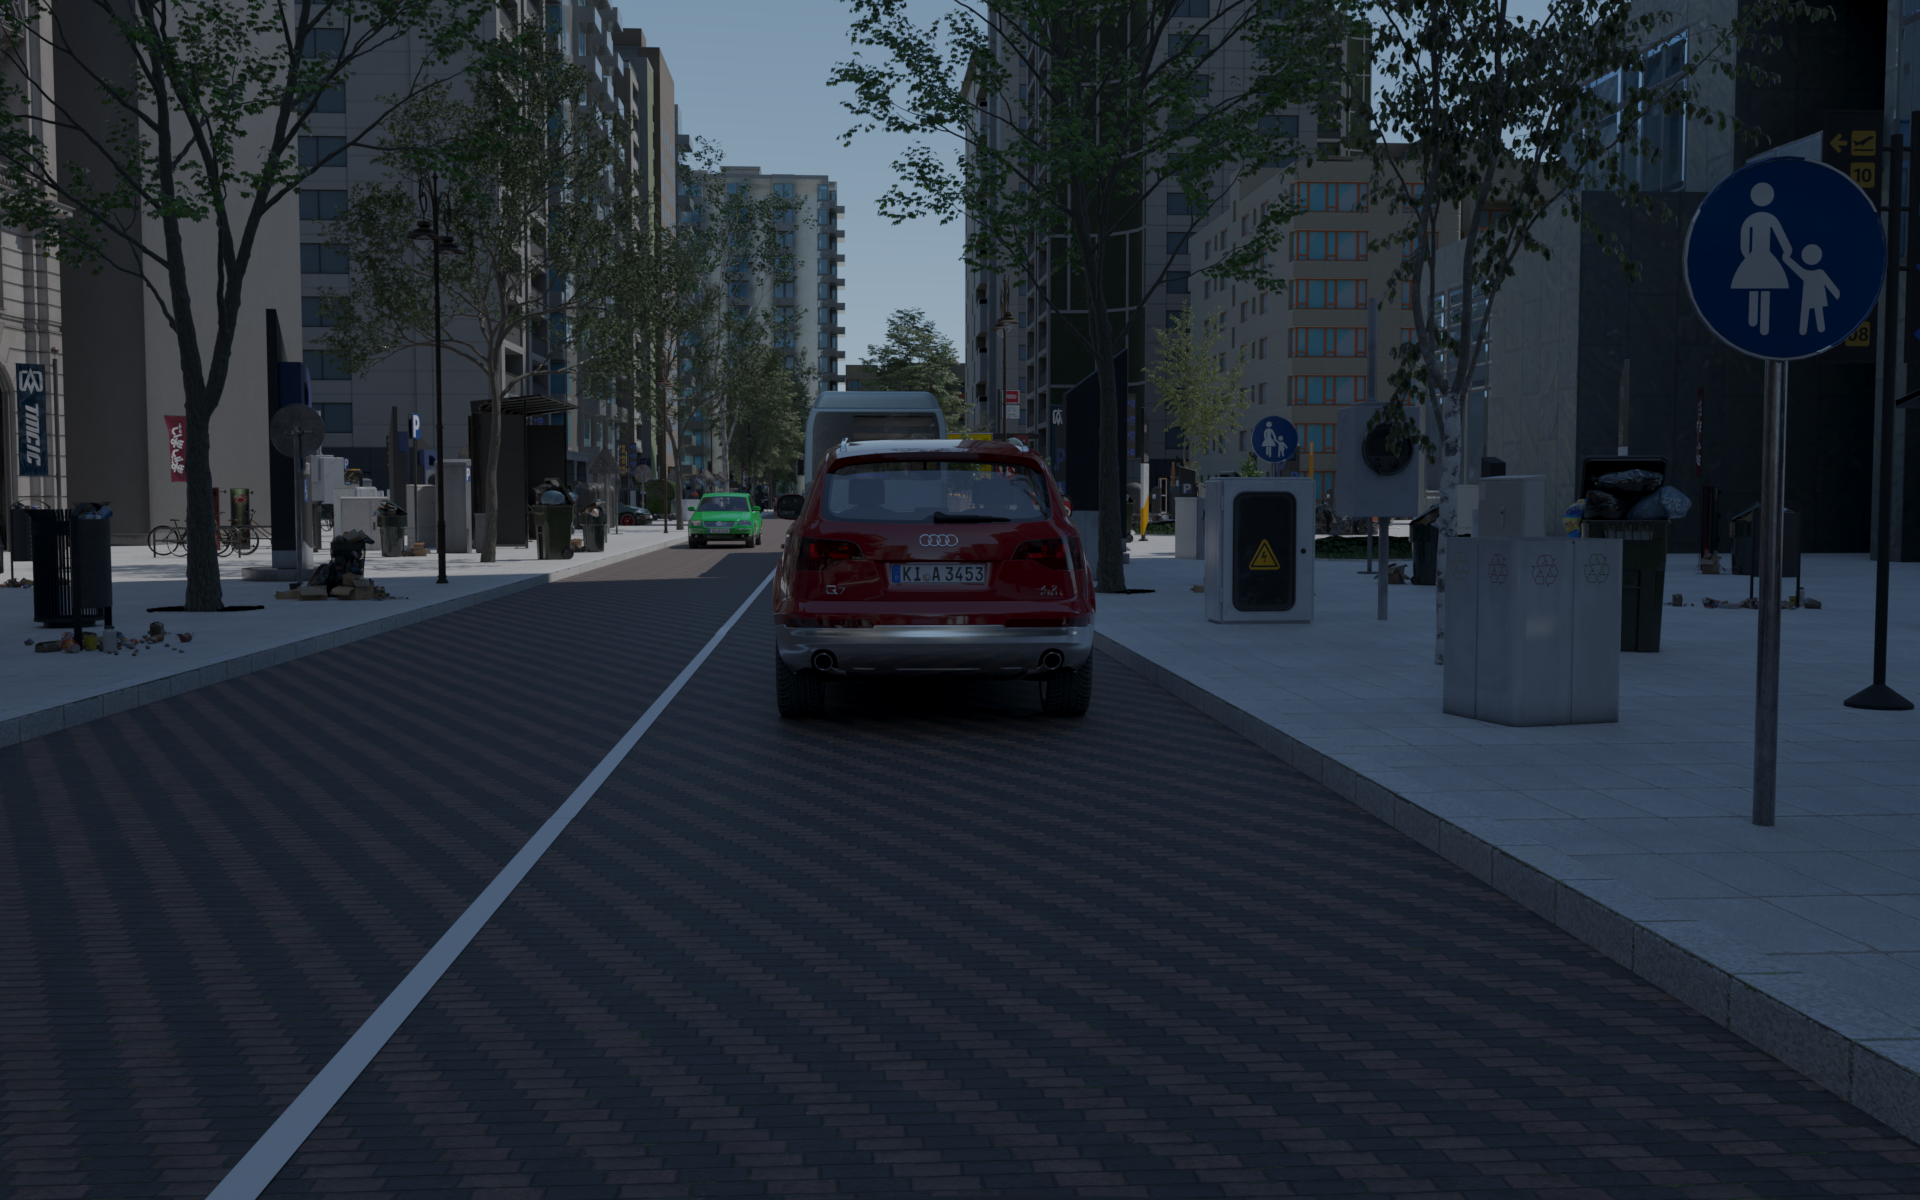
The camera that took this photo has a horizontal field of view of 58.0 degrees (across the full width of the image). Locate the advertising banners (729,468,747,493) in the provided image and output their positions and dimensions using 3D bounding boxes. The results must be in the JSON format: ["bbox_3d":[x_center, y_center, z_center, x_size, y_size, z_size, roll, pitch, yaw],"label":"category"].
[{"bbox_3d":[-14.700,-7.207,114.019,0.090,3.025,2.074,2,4,35],"label":"advertising banners"}]

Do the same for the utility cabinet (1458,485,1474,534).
[{"bbox_3d":[12.218,-1.999,41.362,0.318,1.500,1.173,-2,4,-28],"label":"utility cabinet"}]

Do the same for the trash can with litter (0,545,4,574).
[{"bbox_3d":[-8.626,-0.193,14.551,1.055,1.170,0.624,0,4,4],"label":"trash can with litter"}]

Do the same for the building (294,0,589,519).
[{"bbox_3d":[-32.316,-40.317,97.437,20.563,71.187,20.611,0,4,-4],"label":"building"}]

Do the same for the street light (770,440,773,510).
[{"bbox_3d":[-15.307,-10.227,140.002,0.468,5.910,1.993,0,4,-4],"label":"street light"}]

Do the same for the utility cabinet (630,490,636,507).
[{"bbox_3d":[-23.745,-7.151,125.596,1.173,1.500,0.318,3,5,43],"label":"utility cabinet"}]

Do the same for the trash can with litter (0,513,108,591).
[{"bbox_3d":[-13.334,-0.792,24.000,2.233,1.210,1.678,-3,5,-44],"label":"trash can with litter"}]

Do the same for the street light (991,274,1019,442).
[{"bbox_3d":[0.939,-3.900,36.549,0.468,5.910,1.993,0,4,-4],"label":"street light"}]

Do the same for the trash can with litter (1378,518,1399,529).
[{"bbox_3d":[15.086,-3.262,64.391,1.678,1.210,2.233,-2,4,-33],"label":"trash can with litter"}]

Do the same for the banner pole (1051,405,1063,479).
[{"bbox_3d":[2.560,-3.238,42.966,0.863,3.779,0.401,-3,4,-38],"label":"banner pole"}]

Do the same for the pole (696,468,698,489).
[{"bbox_3d":[-20.714,-8.732,136.617,0.158,3.312,0.155,0,3,0],"label":"pole"}]

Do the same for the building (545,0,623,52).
[{"bbox_3d":[-37.639,-31.296,131.300,23.786,49.044,30.456,0,4,-4],"label":"building"}]

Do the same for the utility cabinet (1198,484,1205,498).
[{"bbox_3d":[5.205,-1.774,37.683,0.318,1.500,1.173,0,4,-7],"label":"utility cabinet"}]

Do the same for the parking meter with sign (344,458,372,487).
[{"bbox_3d":[-29.216,-5.421,84.901,1.738,3.016,0.543,-3,5,-44],"label":"parking meter with sign"}]

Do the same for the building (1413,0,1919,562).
[{"bbox_3d":[24.638,-43.891,30.293,22.319,86.520,31.000,0,4,-4],"label":"building"}]

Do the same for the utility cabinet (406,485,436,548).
[{"bbox_3d":[-12.779,-2.002,41.405,0.318,1.500,1.173,1,4,12],"label":"utility cabinet"}]

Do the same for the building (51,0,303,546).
[{"bbox_3d":[-32.341,-15.576,48.171,24.014,27.812,14.314,0,4,-4],"label":"building"}]

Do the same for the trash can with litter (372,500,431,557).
[{"bbox_3d":[-11.434,-1.473,35.468,0.624,1.170,1.055,3,5,41],"label":"trash can with litter"}]

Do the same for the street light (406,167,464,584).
[{"bbox_3d":[-7.430,-3.174,24.683,0.468,5.910,1.993,0,4,-4],"label":"street light"}]

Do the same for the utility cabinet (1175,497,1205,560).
[{"bbox_3d":[4.598,-1.412,34.251,0.306,1.237,1.020,-1,4,-18],"label":"utility cabinet"}]

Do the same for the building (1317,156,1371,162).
[{"bbox_3d":[41.633,-32.268,211.175,14.086,41.232,14.154,0,4,-4],"label":"building"}]

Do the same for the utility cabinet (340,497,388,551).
[{"bbox_3d":[-13.476,-1.716,39.215,1.020,1.237,0.306,-2,4,-24],"label":"utility cabinet"}]

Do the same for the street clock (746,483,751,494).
[{"bbox_3d":[-14.318,-6.887,117.172,0.358,2.002,0.471,-3,4,-38],"label":"street clock"}]

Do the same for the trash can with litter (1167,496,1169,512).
[{"bbox_3d":[13.744,-6.403,116.080,1.055,1.170,0.624,-2,4,-31],"label":"trash can with litter"}]

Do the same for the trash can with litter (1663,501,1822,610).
[{"bbox_3d":[8.850,-0.531,19.735,2.233,1.210,1.678,0,4,7],"label":"trash can with litter"}]

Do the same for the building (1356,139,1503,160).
[{"bbox_3d":[56.772,-34.443,213.253,14.200,45.320,14.600,0,4,-4],"label":"building"}]

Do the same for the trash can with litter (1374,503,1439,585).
[{"bbox_3d":[6.400,-0.803,24.511,1.055,1.170,0.624,2,4,30],"label":"trash can with litter"}]

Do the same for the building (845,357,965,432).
[{"bbox_3d":[-2.704,-25.405,260.405,28.899,21.520,27.650,0,4,-4],"label":"building"}]

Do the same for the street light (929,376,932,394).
[{"bbox_3d":[-1.143,-5.827,68.065,0.468,5.910,1.993,0,4,-4],"label":"street light"}]

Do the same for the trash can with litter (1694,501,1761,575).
[{"bbox_3d":[12.267,-0.988,27.548,1.055,1.170,0.624,1,4,22],"label":"trash can with litter"}]

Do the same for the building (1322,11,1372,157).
[{"bbox_3d":[50.687,-50.222,259.376,20.611,71.187,20.563,0,4,-4],"label":"building"}]

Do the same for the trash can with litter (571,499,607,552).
[{"bbox_3d":[-8.318,-1.642,38.228,1.055,1.170,0.624,1,4,20],"label":"trash can with litter"}]

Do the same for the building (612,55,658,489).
[{"bbox_3d":[-35.407,-28.952,156.961,14.154,41.232,14.086,0,4,-4],"label":"building"}]

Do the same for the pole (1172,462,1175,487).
[{"bbox_3d":[13.525,-7.099,109.916,0.158,3.312,0.155,0,3,0],"label":"pole"}]

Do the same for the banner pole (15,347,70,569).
[{"bbox_3d":[-15.547,-2.408,29.383,0.401,3.779,0.863,3,5,43],"label":"banner pole"}]

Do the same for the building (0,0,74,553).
[{"bbox_3d":[-25.647,-11.353,27.418,13.314,21.916,24.055,0,4,-4],"label":"building"}]

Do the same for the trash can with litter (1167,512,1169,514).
[{"bbox_3d":[14.302,-6.264,113.471,2.233,1.210,1.678,1,4,20],"label":"trash can with litter"}]

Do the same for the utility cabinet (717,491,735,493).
[{"bbox_3d":[-16.287,-6.842,120.551,1.173,1.500,0.318,-1,4,-21],"label":"utility cabinet"}]

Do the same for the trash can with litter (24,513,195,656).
[{"bbox_3d":[-7.101,-0.227,14.774,1.678,1.210,2.233,0,4,0],"label":"trash can with litter"}]

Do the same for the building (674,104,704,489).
[{"bbox_3d":[-46.622,-35.582,201.371,30.456,49.044,23.786,0,4,-4],"label":"building"}]

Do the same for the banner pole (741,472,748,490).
[{"bbox_3d":[-17.356,-9.166,139.887,0.863,3.779,0.401,-3,5,-43],"label":"banner pole"}]

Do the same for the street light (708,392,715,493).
[{"bbox_3d":[-10.995,-6.353,76.664,0.468,5.910,1.993,0,4,-4],"label":"street light"}]

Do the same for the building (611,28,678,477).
[{"bbox_3d":[-35.649,-31.857,170.969,14.600,45.320,14.200,0,4,-4],"label":"building"}]

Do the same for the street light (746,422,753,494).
[{"bbox_3d":[-13.156,-8.281,108.174,0.468,5.910,1.993,0,4,-4],"label":"street light"}]

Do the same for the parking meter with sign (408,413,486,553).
[{"bbox_3d":[-11.018,-2.532,37.658,1.738,3.016,0.543,0,4,0],"label":"parking meter with sign"}]

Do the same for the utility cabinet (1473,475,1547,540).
[{"bbox_3d":[6.531,-0.727,20.572,0.318,1.500,1.173,-1,4,-8],"label":"utility cabinet"}]

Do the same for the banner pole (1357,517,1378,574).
[{"bbox_3d":[6.682,-2.326,28.054,0.401,3.779,0.863,1,4,19],"label":"banner pole"}]

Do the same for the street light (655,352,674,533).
[{"bbox_3d":[-9.606,-5.113,56.385,0.468,5.910,1.993,0,4,-4],"label":"street light"}]

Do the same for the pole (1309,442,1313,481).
[{"bbox_3d":[13.681,-4.505,67.507,0.158,3.312,0.155,0,3,0],"label":"pole"}]

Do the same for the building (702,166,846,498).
[{"bbox_3d":[-32.174,-38.894,255.518,30.456,49.044,23.786,0,4,-4],"label":"building"}]

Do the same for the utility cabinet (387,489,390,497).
[{"bbox_3d":[-26.476,-4.406,80.721,0.318,1.500,1.173,-1,4,-23],"label":"utility cabinet"}]

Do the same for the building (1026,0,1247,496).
[{"bbox_3d":[14.045,-42.295,129.780,20.563,71.187,20.611,0,4,-4],"label":"building"}]

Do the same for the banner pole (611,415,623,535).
[{"bbox_3d":[-10.834,-3.962,54.788,0.401,3.779,0.863,-1,4,-22],"label":"banner pole"}]

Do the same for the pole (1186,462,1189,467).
[{"bbox_3d":[14.362,-7.058,109.243,0.158,3.312,0.155,0,3,0],"label":"pole"}]

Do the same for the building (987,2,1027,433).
[{"bbox_3d":[13.264,-38.750,175.567,21.231,58.520,28.212,0,4,-4],"label":"building"}]

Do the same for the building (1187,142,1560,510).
[{"bbox_3d":[30.816,-15.894,104.914,28.899,21.520,27.650,0,4,-4],"label":"building"}]

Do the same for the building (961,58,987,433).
[{"bbox_3d":[14.872,-37.583,203.718,28.713,52.752,27.495,0,4,-4],"label":"building"}]
